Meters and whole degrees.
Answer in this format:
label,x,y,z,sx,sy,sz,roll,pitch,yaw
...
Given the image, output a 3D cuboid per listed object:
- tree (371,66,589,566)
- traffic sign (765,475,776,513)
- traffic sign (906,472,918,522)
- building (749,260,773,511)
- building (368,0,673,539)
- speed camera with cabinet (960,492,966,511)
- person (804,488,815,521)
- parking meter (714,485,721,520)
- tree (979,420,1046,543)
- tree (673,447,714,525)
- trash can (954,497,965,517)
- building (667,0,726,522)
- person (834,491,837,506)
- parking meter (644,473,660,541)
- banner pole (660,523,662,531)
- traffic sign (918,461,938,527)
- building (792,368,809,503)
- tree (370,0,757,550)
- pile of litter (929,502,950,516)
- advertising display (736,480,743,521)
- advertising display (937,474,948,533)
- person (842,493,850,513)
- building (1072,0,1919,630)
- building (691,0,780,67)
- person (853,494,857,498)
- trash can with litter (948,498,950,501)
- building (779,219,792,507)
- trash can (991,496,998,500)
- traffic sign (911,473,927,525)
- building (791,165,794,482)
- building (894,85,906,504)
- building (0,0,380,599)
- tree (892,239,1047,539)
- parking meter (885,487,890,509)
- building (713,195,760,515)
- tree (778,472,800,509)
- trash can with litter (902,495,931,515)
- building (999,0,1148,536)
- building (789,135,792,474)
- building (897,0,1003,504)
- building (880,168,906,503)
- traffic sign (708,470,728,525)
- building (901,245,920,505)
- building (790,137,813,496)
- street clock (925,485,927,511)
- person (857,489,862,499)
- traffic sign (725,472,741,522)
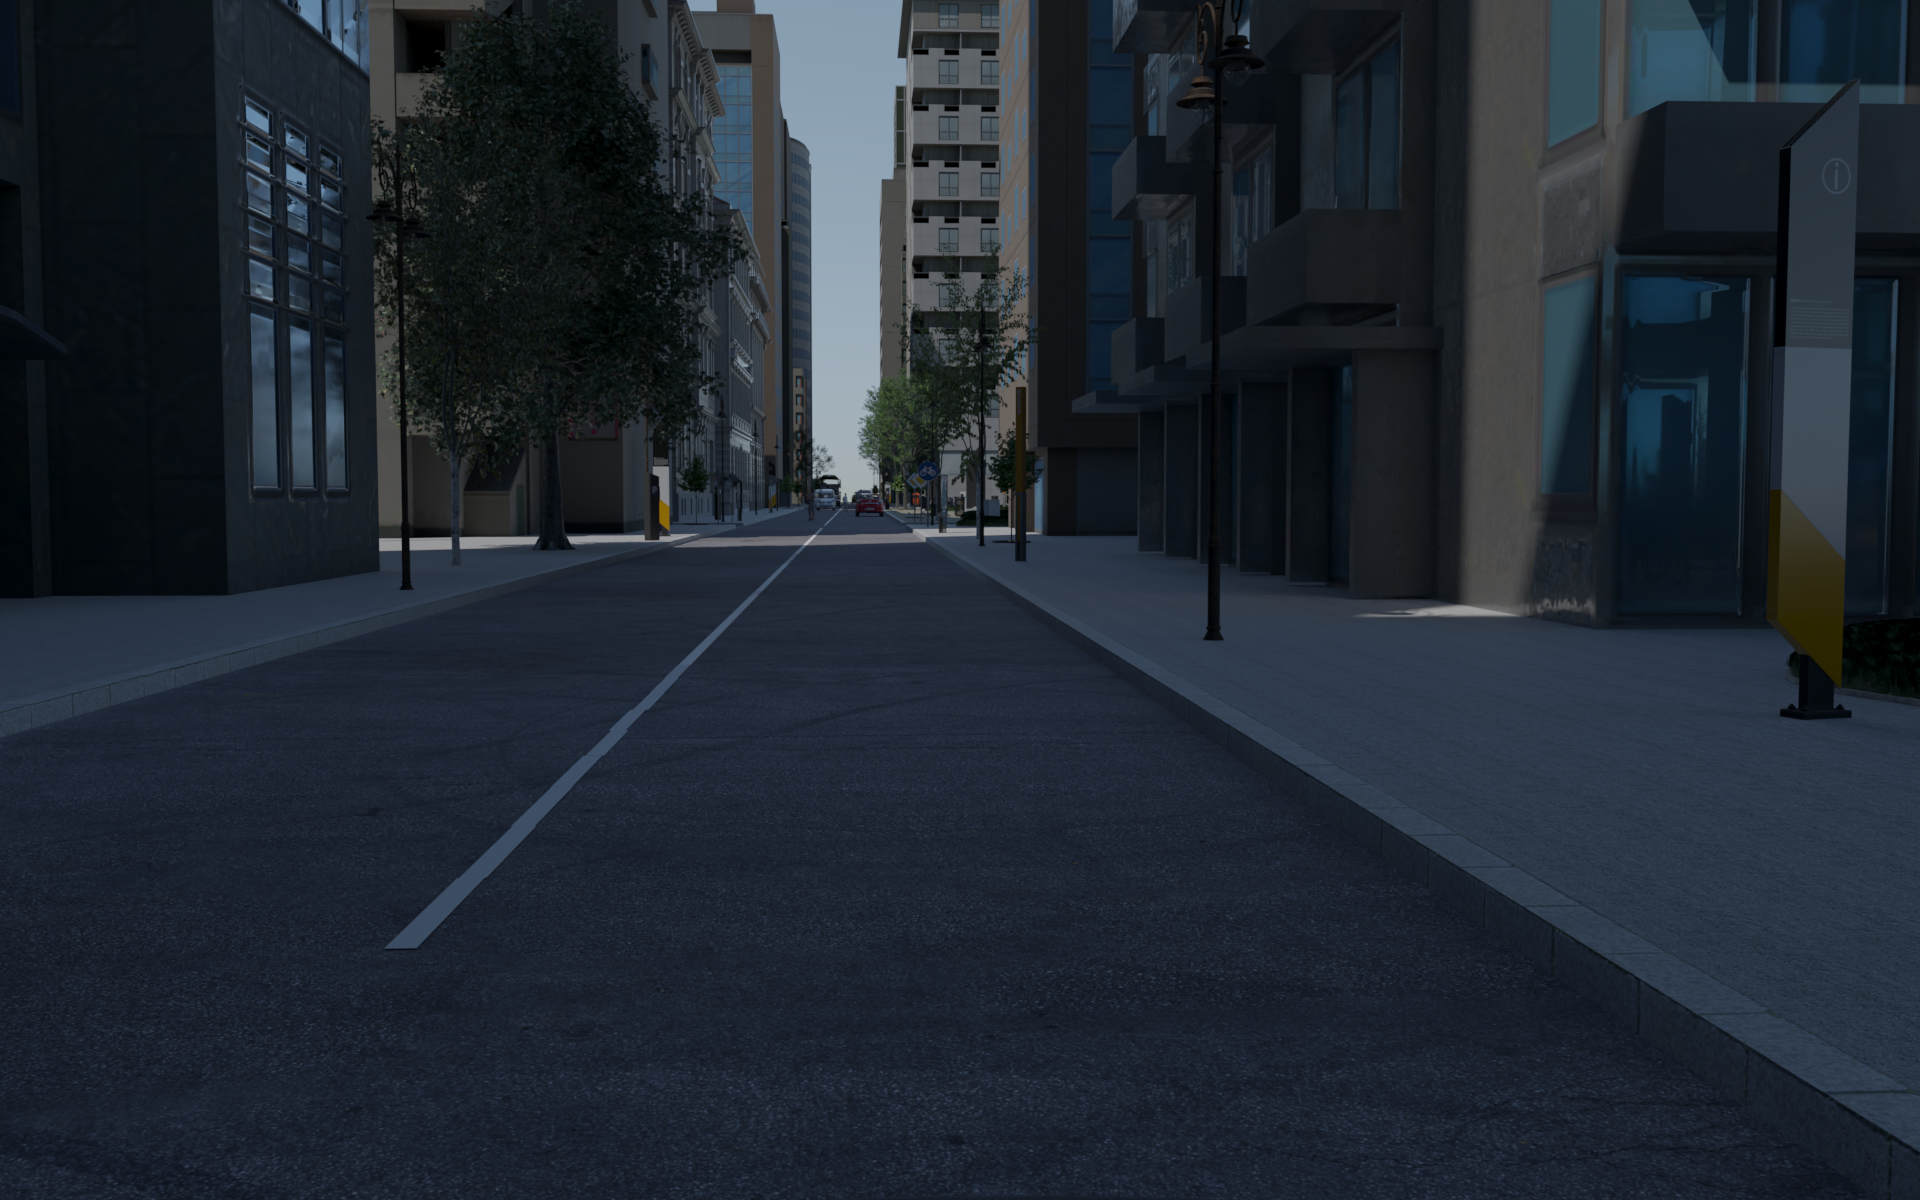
label,x,y,z,sx,sy,sz,roll,pitch,yaw
tree,-8.820,-4.927,30.923,4.360,8.622,3.978,0,3,0
traffic sign,-12.699,-7.095,116.113,0.768,2.556,0.104,0,4,0
traffic sign,-2.082,-4.626,79.277,0.795,2.450,0.064,0,4,-3
building,-21.844,-17.957,135.400,13.314,21.916,24.055,0,4,-3
building,-21.653,-26.589,58.440,21.600,48.544,21.300,0,4,-3
speed camera with cabinet,0.603,-7.840,122.524,0.660,3.252,2.038,-1,4,-19
person,-8.054,-5.130,92.727,0.532,1.782,0.716,-2,4,-33
parking meter,-12.005,-4.901,85.840,0.255,1.863,0.399,1,4,8
tree,1.382,-3.115,45.525,1.663,3.219,1.824,0,3,0
tree,-10.992,-4.742,72.140,1.663,3.219,1.824,0,3,0
trash can,-0.016,-5.341,98.973,0.748,1.137,0.748,0,3,0
building,-19.862,-18.502,89.896,14.401,28.519,23.554,0,4,-3
person,-15.159,-12.438,211.496,0.705,1.869,1.348,0,4,-5
parking meter,-8.490,-2.572,47.756,0.255,1.863,0.399,3,4,39
banner pole,-10.206,-4.255,59.583,0.401,3.779,0.863,-3,4,-37
traffic sign,-1.245,-4.090,66.983,0.768,2.556,0.104,0,3,0
building,-36.305,-24.883,251.872,27.650,21.520,28.899,0,4,-3
tree,-9.465,-7.502,39.671,9.611,12.733,9.660,0,3,0
pile of litter,-1.306,-5.331,101.133,1.176,0.858,1.719,-3,4,-37
advertising display,-10.509,-4.728,82.518,0.123,1.923,0.974,-1,4,-17
advertising display,-0.575,-3.181,57.224,0.123,1.923,0.974,1,4,13
person,-8.627,-7.331,130.962,0.523,1.515,0.503,1,4,22
building,14.765,-24.998,28.321,23.786,49.044,30.456,0,4,-3
building,-23.707,-31.172,159.772,14.600,45.320,14.200,0,4,-3
person,-13.485,-13.497,229.200,1.348,1.821,0.705,1,4,11
trash can with litter,-1.138,-6.487,117.448,0.624,1.170,1.055,1,4,22
building,-24.308,-24.626,174.342,14.160,30.474,14.107,0,4,-3
trash can,3.101,-8.734,154.454,0.748,1.137,0.748,0,3,0
traffic sign,-1.605,-4.138,71.307,0.795,2.450,0.064,0,4,-3
building,-26.766,-33.760,202.094,14.600,45.320,14.200,0,4,-3
building,-3.303,-52.876,302.778,20.563,71.187,20.611,0,4,-3
building,-17.882,-42.664,10.225,22.319,86.520,31.000,0,4,-3
tree,0.298,-6.060,49.439,4.737,8.622,4.395,0,3,0
parking meter,-6.190,-8.675,147.548,0.399,1.863,0.255,0,4,2
building,-19.387,-16.928,112.924,11.583,22.565,21.152,0,4,-3
tree,-15.347,-9.678,152.828,1.663,3.219,1.824,0,3,0
trash can with litter,-2.543,-5.950,108.333,2.233,1.210,1.678,-1,4,-9
building,8.794,-24.972,58.404,14.600,45.320,14.200,0,4,-3
building,-26.210,-32.894,187.928,14.600,45.320,14.200,0,4,-3
building,8.170,-36.204,181.182,28.713,52.752,27.495,0,4,-3
building,-0.904,-38.495,253.091,21.300,48.544,21.600,0,4,-3
traffic sign,-9.885,-4.110,70.833,0.795,2.450,0.064,0,4,-3
building,0.136,-26.329,202.181,14.160,30.474,14.107,0,4,-3
building,-34.759,-45.100,279.388,21.231,58.520,28.212,0,4,-3
street clock,-2.597,-7.642,129.523,0.358,2.002,0.471,-1,4,-16
person,-8.573,-8.592,148.841,0.638,1.841,0.748,-2,4,-24
traffic sign,-10.363,-4.597,78.804,0.795,2.450,0.064,0,4,-3
